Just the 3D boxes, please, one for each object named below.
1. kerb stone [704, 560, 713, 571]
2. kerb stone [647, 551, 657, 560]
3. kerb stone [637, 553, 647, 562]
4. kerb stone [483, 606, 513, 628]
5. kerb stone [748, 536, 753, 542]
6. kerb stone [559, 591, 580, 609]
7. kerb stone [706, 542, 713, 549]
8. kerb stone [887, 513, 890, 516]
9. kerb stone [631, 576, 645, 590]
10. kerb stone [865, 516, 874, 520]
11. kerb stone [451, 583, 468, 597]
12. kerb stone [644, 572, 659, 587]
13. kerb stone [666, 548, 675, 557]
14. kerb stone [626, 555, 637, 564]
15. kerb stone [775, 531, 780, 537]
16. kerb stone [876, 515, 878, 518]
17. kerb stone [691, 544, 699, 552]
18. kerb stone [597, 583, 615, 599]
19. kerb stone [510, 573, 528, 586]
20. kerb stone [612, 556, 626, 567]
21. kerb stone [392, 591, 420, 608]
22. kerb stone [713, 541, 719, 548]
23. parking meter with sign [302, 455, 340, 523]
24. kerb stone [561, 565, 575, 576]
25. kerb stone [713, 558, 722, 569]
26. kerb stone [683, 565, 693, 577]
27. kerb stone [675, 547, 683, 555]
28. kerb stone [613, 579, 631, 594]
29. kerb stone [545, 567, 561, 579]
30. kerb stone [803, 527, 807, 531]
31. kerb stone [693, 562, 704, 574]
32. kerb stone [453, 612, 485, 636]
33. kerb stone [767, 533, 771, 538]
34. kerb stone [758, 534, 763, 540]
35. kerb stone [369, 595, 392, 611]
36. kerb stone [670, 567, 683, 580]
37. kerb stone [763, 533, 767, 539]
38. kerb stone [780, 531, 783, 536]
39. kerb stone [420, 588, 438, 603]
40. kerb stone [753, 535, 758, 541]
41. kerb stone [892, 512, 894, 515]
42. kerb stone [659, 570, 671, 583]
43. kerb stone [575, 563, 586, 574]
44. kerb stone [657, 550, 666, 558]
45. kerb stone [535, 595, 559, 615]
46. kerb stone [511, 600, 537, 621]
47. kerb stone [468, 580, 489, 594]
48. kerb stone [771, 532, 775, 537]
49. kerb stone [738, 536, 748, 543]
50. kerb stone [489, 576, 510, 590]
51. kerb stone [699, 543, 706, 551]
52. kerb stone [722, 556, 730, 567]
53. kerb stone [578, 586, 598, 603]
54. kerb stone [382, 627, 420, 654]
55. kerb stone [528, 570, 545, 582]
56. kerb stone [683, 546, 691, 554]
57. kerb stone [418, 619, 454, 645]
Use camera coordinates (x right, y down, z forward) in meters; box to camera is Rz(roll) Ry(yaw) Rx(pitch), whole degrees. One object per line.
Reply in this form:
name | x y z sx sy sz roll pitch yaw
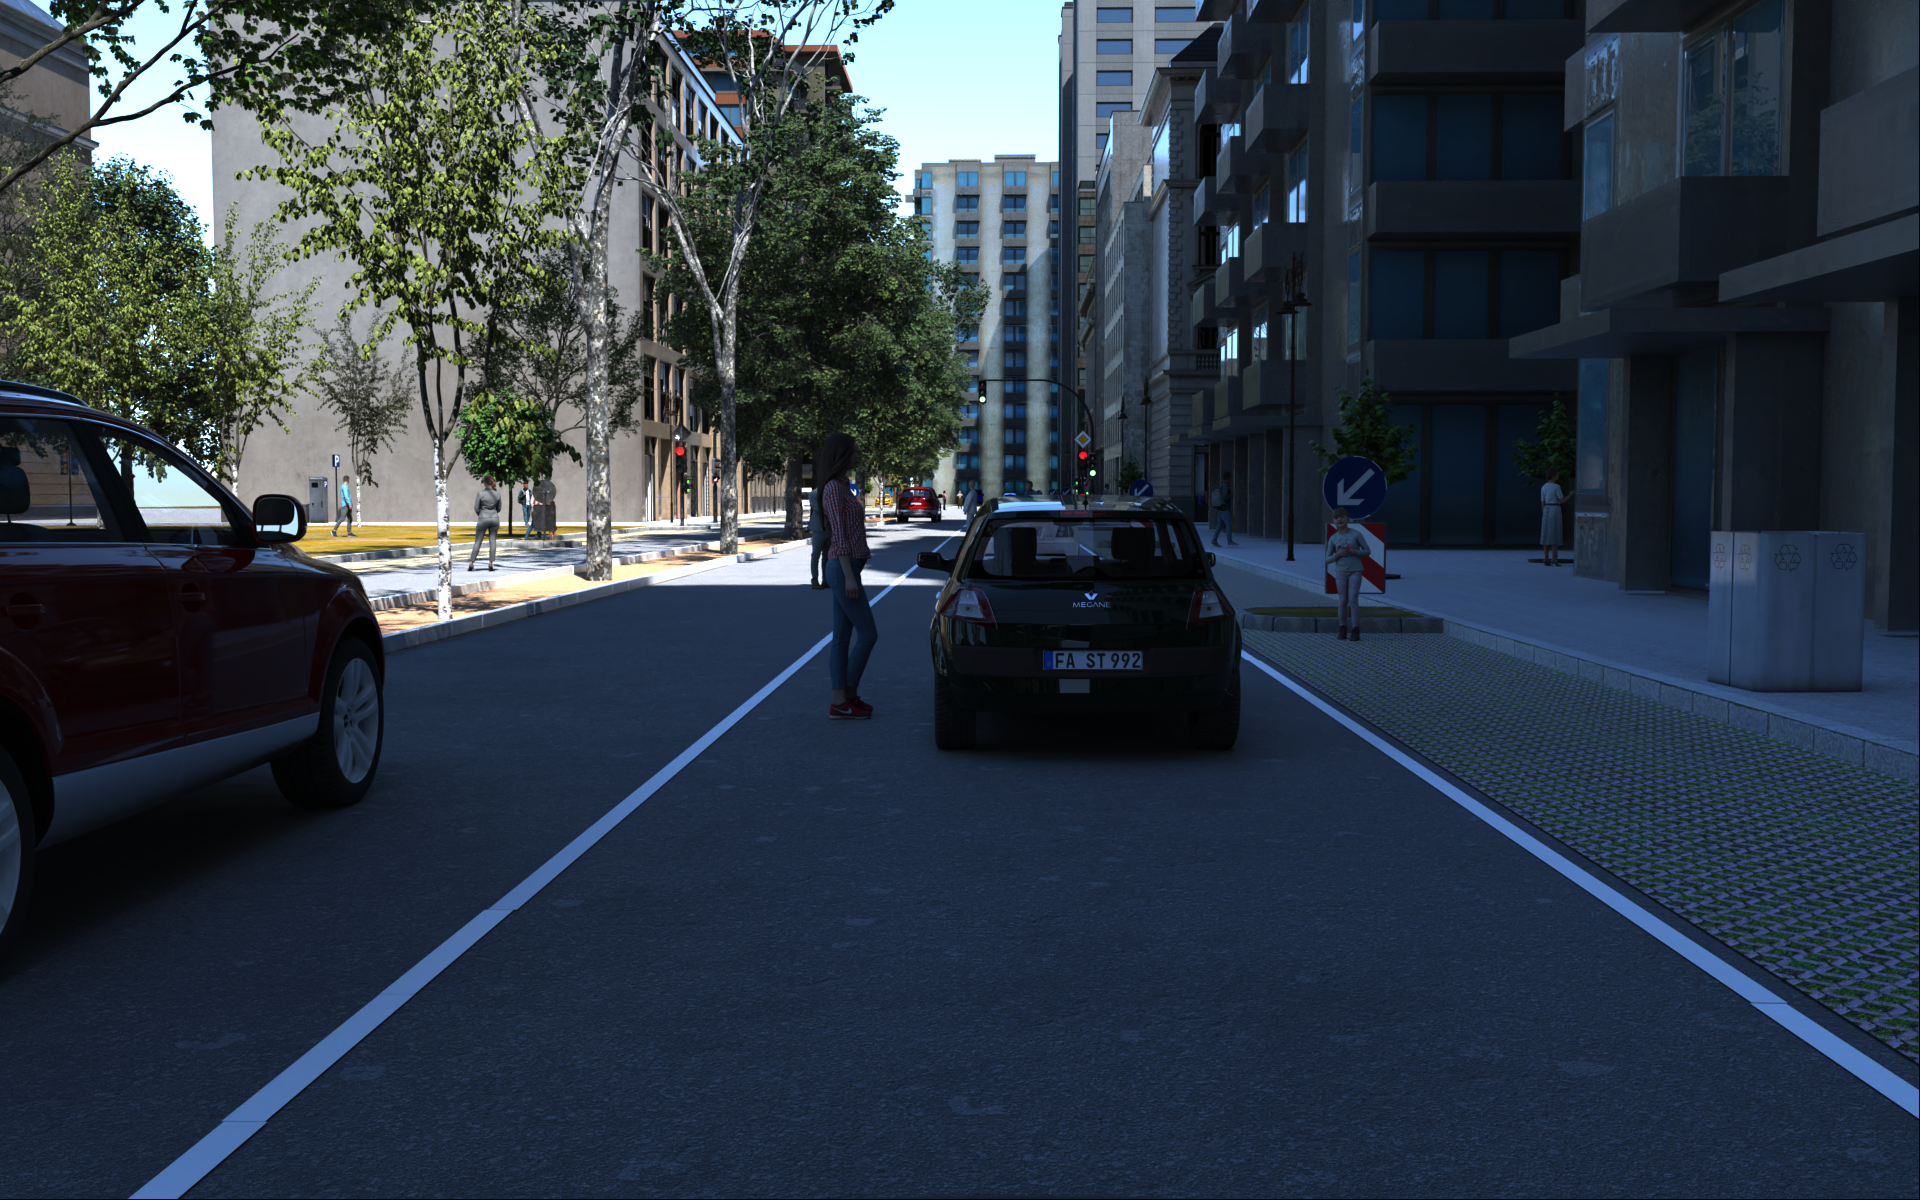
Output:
kerb stone | -4.792 -0.616 32.268 0.120 0.150 1.000 0 4 1
kerb stone | -6.766 -0.927 37.426 0.120 0.150 1.000 0 4 1
kerb stone | -6.786 -0.868 36.404 0.120 0.150 1.000 0 4 1
kerb stone | -5.123 0.199 18.940 0.120 0.150 1.000 0 4 1
kerb stone | -6.400 -1.810 51.791 0.120 0.150 1.000 0 4 1
kerb stone | -5.051 0.011 22.015 0.120 0.150 1.000 0 4 1
kerb stone | -6.584 -1.371 44.613 0.120 0.150 1.000 0 4 1
kerb stone | -4.837 -5.603 113.825 0.120 0.150 1.000 0 4 1
kerb stone | -4.946 -0.237 26.120 0.120 0.150 1.000 0 4 1
kerb stone | -5.190 -4.724 99.458 0.120 0.150 1.000 0 4 1
kerb stone | -7.096 -0.118 24.119 0.120 0.150 1.000 0 4 1
kerb stone | -4.919 -0.303 27.145 0.120 0.150 1.000 0 4 1
kerb stone | -6.708 -1.055 39.469 0.120 0.150 1.000 0 4 1
kerb stone | -6.818 -0.807 35.383 0.120 0.150 1.000 0 4 1
kerb stone | -6.243 -2.186 57.935 0.120 0.150 1.000 0 4 1
kerb stone | -5.119 -4.911 102.533 0.120 0.150 1.000 0 4 1
kerb stone | -6.632 -1.245 42.551 0.120 0.150 1.000 0 4 1
kerb stone | -5.004 -0.114 24.064 0.120 0.150 1.000 0 4 1
kerb stone | -7.023 -0.305 27.184 0.120 0.150 1.000 0 4 1
kerb stone | -6.845 -0.743 34.359 0.120 0.150 1.000 0 4 1
kerb stone | -7.148 0.011 22.074 0.120 0.150 1.000 0 4 1
kerb stone | -6.557 -1.432 45.637 0.120 0.150 1.000 0 4 1
parking meter with sign | -28.355 -4.911 76.551 1.738 3.016 0.543 0 4 5
kerb stone | -6.950 -0.494 30.265 0.120 0.150 1.000 0 4 1
kerb stone | -4.764 -0.679 33.299 0.120 0.150 1.000 0 4 1
kerb stone | -4.848 -0.486 30.223 0.120 0.150 1.000 0 4 1
kerb stone | -6.687 -1.119 40.491 0.120 0.150 1.000 0 4 1
kerb stone | -4.978 -0.177 25.098 0.120 0.150 1.000 0 4 1
kerb stone | -6.958 -0.430 29.233 0.120 0.150 1.000 0 4 1
kerb stone | -5.989 -2.814 68.203 0.120 0.150 1.000 0 4 1
kerb stone | -4.815 -0.553 31.244 0.120 0.150 1.000 0 4 1
kerb stone | -5.153 0.262 17.915 0.120 0.150 1.000 0 4 1
kerb stone | -6.296 -2.059 55.892 0.120 0.150 1.000 0 4 1
kerb stone | -6.341 -1.935 53.839 0.120 0.150 1.000 0 4 1
kerb stone | -7.173 0.070 21.052 0.120 0.150 1.000 0 4 1
kerb stone | -4.871 -0.428 29.200 0.120 0.150 1.000 0 4 1
kerb stone | -6.317 -1.998 54.869 0.120 0.150 1.000 0 4 1
kerb stone | -6.219 -2.244 58.957 0.120 0.150 1.000 0 4 1
kerb stone | -7.125 -0.053 23.095 0.120 0.150 1.000 0 4 1
kerb stone | -6.369 -1.873 52.813 0.120 0.150 1.000 0 4 1
kerb stone | -4.749 -5.786 116.907 0.120 0.150 1.000 0 4 1
kerb stone | -4.898 -0.364 28.172 0.120 0.150 1.000 0 4 1
kerb stone | -6.915 -0.556 31.288 0.120 0.150 1.000 0 4 1
kerb stone | -6.741 -0.994 38.447 0.120 0.150 1.000 0 4 1
kerb stone | -5.074 0.074 20.992 0.120 0.150 1.000 0 4 1
kerb stone | -5.103 0.136 19.965 0.120 0.150 1.000 0 4 1
kerb stone | -7.076 -0.180 25.141 0.120 0.150 1.000 0 4 1
kerb stone | -6.276 -2.123 56.913 0.120 0.150 1.000 0 4 1
kerb stone | -6.428 -1.748 50.769 0.120 0.150 1.000 0 4 1
kerb stone | -7.038 -0.236 26.163 0.120 0.150 1.000 0 4 1
kerb stone | -6.602 -1.308 43.584 0.120 0.150 1.000 0 4 1
kerb stone | -4.743 -0.742 34.321 0.120 0.150 1.000 0 4 1
kerb stone | -5.024 -0.049 23.037 0.120 0.150 1.000 0 4 1
kerb stone | -5.199 0.387 15.864 0.120 0.150 1.000 0 4 1
kerb stone | -6.994 -0.368 28.206 0.120 0.150 1.000 0 4 1
kerb stone | -6.656 -1.181 41.523 0.120 0.150 1.000 0 4 1
kerb stone | -5.173 0.326 16.887 0.120 0.150 1.000 0 4 1
